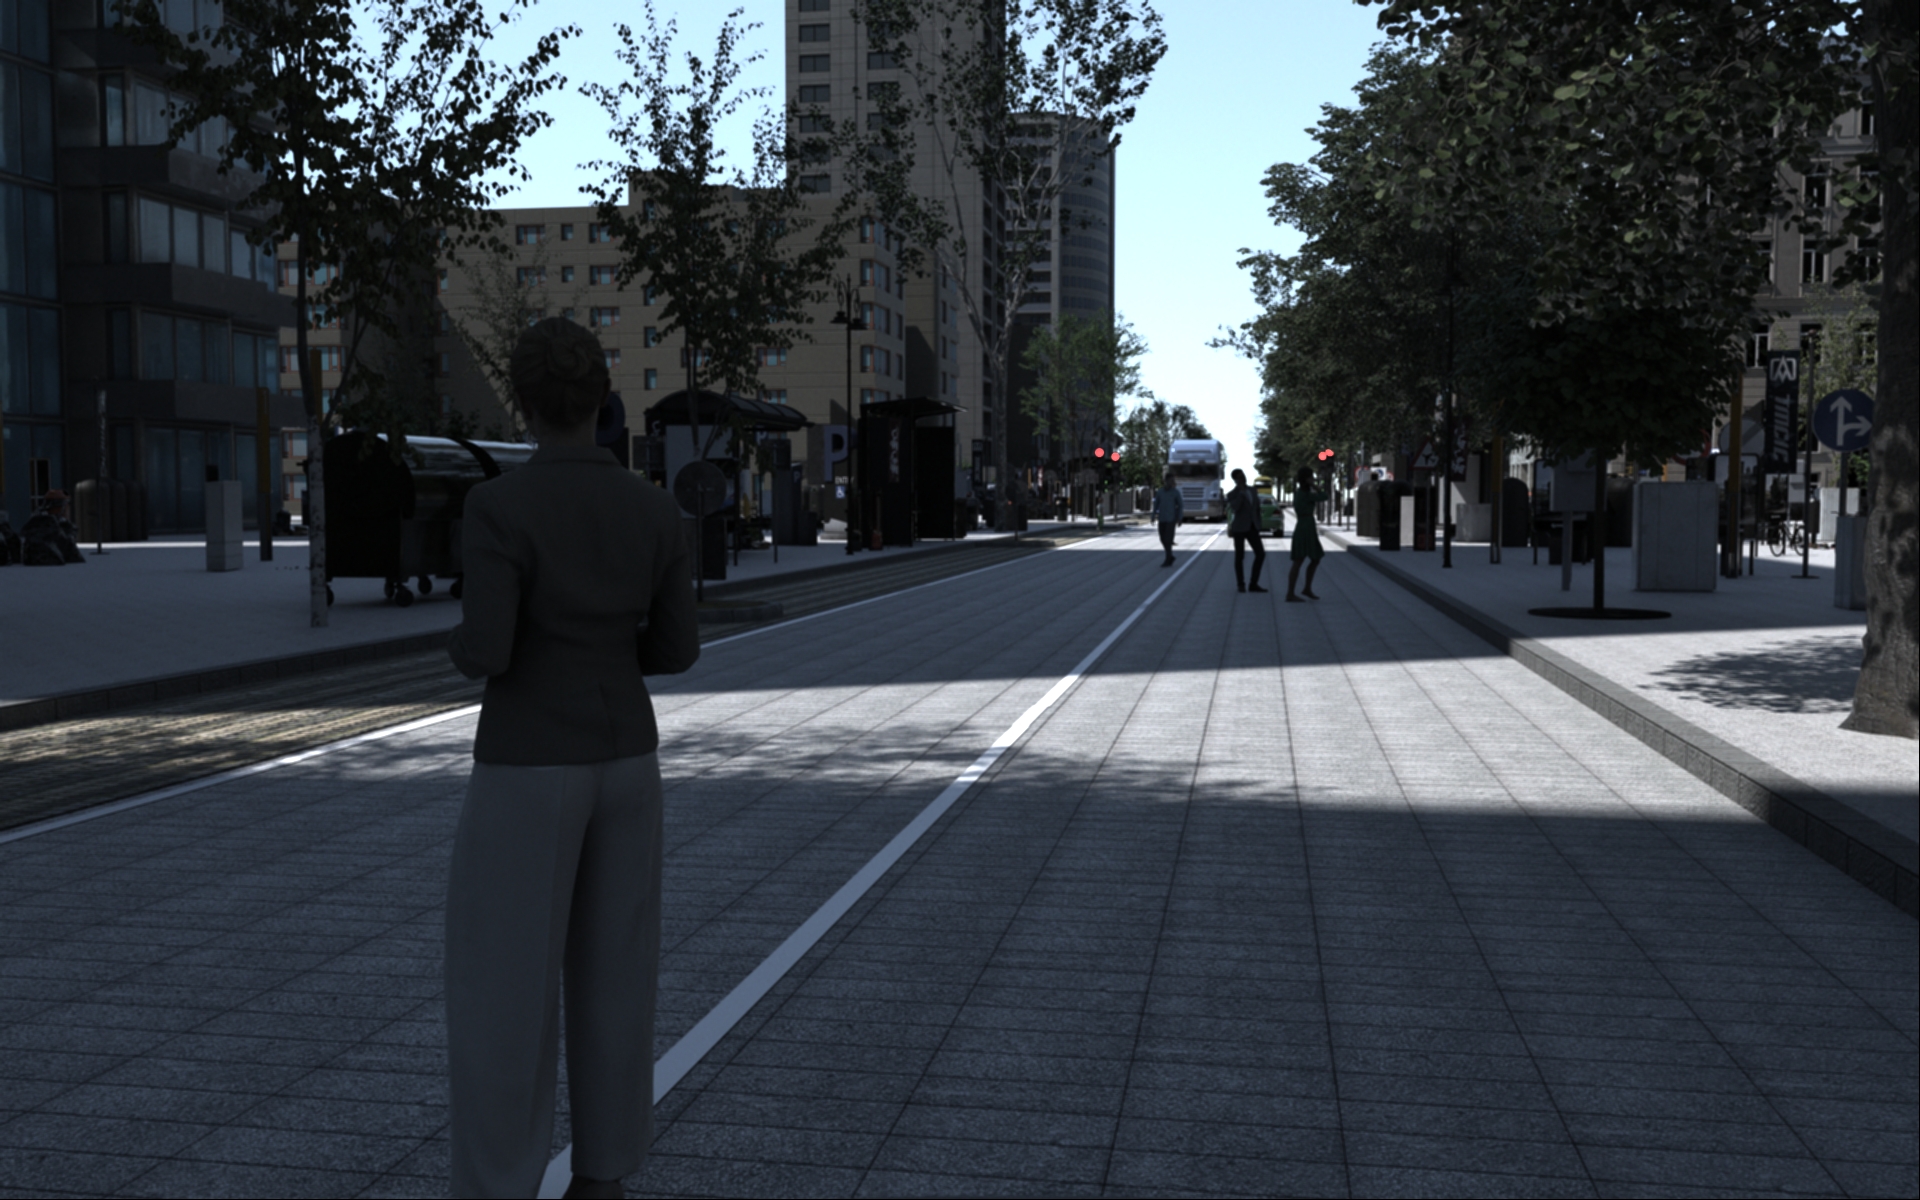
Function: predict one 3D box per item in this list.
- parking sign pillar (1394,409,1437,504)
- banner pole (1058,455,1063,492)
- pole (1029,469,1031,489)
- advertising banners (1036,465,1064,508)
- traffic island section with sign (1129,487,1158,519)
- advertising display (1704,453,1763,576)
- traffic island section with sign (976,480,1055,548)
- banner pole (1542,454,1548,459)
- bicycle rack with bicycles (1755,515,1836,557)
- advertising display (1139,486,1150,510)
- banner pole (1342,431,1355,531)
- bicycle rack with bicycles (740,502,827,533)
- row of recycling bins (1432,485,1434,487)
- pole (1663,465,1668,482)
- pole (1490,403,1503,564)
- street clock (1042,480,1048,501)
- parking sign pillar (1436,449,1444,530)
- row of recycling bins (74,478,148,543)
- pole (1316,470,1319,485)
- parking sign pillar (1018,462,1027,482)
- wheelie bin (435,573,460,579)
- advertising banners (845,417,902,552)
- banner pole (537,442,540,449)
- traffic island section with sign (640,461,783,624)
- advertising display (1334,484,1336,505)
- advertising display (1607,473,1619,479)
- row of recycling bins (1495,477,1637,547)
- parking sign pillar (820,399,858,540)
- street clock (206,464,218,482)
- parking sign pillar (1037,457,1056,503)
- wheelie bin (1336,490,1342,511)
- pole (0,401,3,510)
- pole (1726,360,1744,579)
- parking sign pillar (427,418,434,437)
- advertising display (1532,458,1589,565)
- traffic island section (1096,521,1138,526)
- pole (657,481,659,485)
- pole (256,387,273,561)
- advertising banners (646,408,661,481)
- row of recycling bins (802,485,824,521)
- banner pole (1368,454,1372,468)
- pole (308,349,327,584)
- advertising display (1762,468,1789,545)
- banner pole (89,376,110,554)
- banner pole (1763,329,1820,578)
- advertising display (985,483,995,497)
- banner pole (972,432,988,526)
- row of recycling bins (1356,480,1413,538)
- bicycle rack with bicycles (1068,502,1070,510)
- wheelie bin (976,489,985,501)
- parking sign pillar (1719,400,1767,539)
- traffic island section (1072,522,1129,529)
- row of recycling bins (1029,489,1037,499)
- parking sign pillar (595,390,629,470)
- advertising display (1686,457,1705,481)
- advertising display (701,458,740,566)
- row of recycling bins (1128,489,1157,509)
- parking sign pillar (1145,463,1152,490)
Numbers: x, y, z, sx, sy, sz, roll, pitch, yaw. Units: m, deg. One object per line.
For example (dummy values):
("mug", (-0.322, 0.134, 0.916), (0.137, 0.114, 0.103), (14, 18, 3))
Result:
("parking sign pillar", (14.149, -4.071, 55.040), (1.447, 3.967, 1.447), (2, 4, 27))
("banner pole", (6.488, -7.438, 111.632), (0.401, 3.779, 0.863), (2, 4, 28))
("pole", (5.600, -8.848, 138.515), (0.158, 3.312, 0.155), (0, 3, 0))
("advertising banners", (5.478, -6.694, 105.640), (2.074, 3.025, 0.090), (3, 5, 40))
("traffic island section with sign", (10.943, -5.684, 101.560), (1.989, 1.847, 2.006), (1, 4, 10))
("advertising display", (12.149, -1.347, 27.231), (0.974, 1.923, 0.123), (-2, 4, -23))
("traffic island section with sign", (1.537, -2.352, 47.084), (1.989, 1.847, 2.006), (1, 4, 10))
("banner pole", (13.175, -2.959, 38.404), (0.863, 3.779, 0.401), (-2, 4, -29))
("bicycle rack with bicycles", (17.711, -1.349, 35.431), (2.852, 0.926, 2.925), (3, 5, 43))
("advertising display", (14.481, -8.001, 136.028), (0.974, 1.923, 0.123), (2, 4, 34))
("banner pole", (13.629, -4.302, 60.356), (0.401, 3.779, 0.863), (2, 4, 31))
("bicycle rack with bicycles", (-5.446, -2.658, 56.847), (2.925, 0.926, 2.852), (0, 4, 3))
("row of recycling bins", (17.586, -3.660, 66.961), (3.534, 1.692, 1.069), (0, 4, 1))
("pole", (32.019, -5.189, 78.684), (0.158, 3.312, 0.155), (0, 3, 0))
("pole", (9.876, -2.324, 31.838), (0.158, 3.312, 0.155), (0, 3, 0))
("street clock", (4.431, -5.244, 90.307), (0.358, 2.002, 0.471), (1, 4, 14))
("parking sign pillar", (17.761, -4.522, 62.404), (1.447, 3.967, 1.447), (1, 4, 12))
("row of recycling bins", (-22.792, -2.418, 46.653), (1.069, 1.692, 3.534), (0, 4, -6))
("pole", (24.104, -7.512, 116.670), (0.158, 3.312, 0.155), (0, 3, 0))
("parking sign pillar", (5.298, -9.692, 146.934), (1.447, 3.967, 1.447), (1, 4, 16))
("wheelie bin", (-7.670, -1.135, 26.472), (0.980, 1.594, 0.693), (2, 4, 23))
("advertising banners", (-1.930, -2.630, 39.188), (0.090, 3.025, 2.074), (2, 4, 35))
("banner pole", (-17.682, -4.988, 71.568), (0.863, 3.779, 0.401), (1, 4, 13))
("traffic island section with sign", (-3.127, -0.692, 19.947), (1.989, 1.847, 2.006), (1, 4, 10))
("advertising display", (25.296, -6.834, 116.953), (0.123, 1.923, 0.974), (1, 4, 9))
("advertising display", (20.120, -3.000, 54.266), (0.123, 1.923, 0.974), (-3, 5, -45))
("row of recycling bins", (14.753, -2.139, 42.090), (3.534, 1.692, 1.069), (0, 4, 1))
("parking sign pillar", (-3.238, -3.691, 48.812), (1.447, 3.967, 1.447), (3, 5, 40))
("street clock", (-18.205, -2.302, 42.201), (0.358, 2.002, 0.471), (-2, 4, -31))
("parking sign pillar", (6.200, -8.316, 124.445), (1.447, 3.967, 1.447), (-1, 4, -11))
("wheelie bin", (27.924, -7.368, 128.373), (0.693, 1.594, 0.980), (3, 4, 36))
("pole", (-20.995, -2.693, 37.866), (0.158, 3.312, 0.155), (0, 3, 0))
("pole", (11.753, -1.983, 26.270), (0.158, 3.312, 0.155), (0, 3, 0))
("parking sign pillar", (-18.819, -4.497, 61.994), (1.447, 3.967, 1.447), (-1, 4, -23))
("advertising display", (10.885, -1.601, 31.396), (0.974, 1.923, 0.123), (0, 4, 8))
("traffic island section", (7.100, -3.487, 79.294), (2.009, 0.180, 2.903), (1, 4, 10))
("pole", (-16.889, -6.282, 96.558), (0.158, 3.312, 0.155), (0, 3, 0))
("pole", (-13.337, -2.408, 33.206), (0.158, 3.312, 0.155), (0, 3, 0))
("advertising banners", (-6.791, -2.364, 34.840), (2.074, 3.025, 0.090), (-2, 4, -31))
("row of recycling bins", (-7.656, -4.635, 82.890), (3.534, 1.692, 1.069), (3, 5, 44))
("banner pole", (25.794, -7.303, 109.416), (0.863, 3.779, 0.401), (-2, 4, -33))
("pole", (-9.119, -1.880, 24.577), (0.158, 3.312, 0.155), (0, 3, 0))
("advertising display", (20.556, -2.356, 43.735), (0.974, 1.923, 0.123), (-2, 4, -31))
("banner pole", (-18.192, -2.854, 36.674), (0.863, 3.779, 0.401), (3, 5, 45))
("banner pole", (12.727, -2.231, 26.488), (0.863, 3.779, 0.401), (1, 4, 18))
("advertising display", (1.982, -6.078, 104.595), (0.974, 1.923, 0.123), (0, 4, -6))
("banner pole", (0.852, -4.869, 69.630), (0.863, 3.779, 0.401), (-1, 4, -19))
("row of recycling bins", (12.512, -2.691, 51.106), (1.069, 1.692, 3.534), (0, 4, -3))
("bicycle rack with bicycles", (9.806, -7.532, 136.535), (2.852, 0.926, 2.925), (0, 4, -8))
("wheelie bin", (1.461, -6.306, 111.004), (0.693, 1.594, 0.980), (2, 4, 32))
("parking sign pillar", (22.673, -3.771, 50.130), (1.447, 3.967, 1.447), (-2, 4, -34))
("traffic island section", (5.742, -3.006, 71.425), (2.009, 0.180, 2.903), (1, 4, 10))
("row of recycling bins", (5.911, -7.866, 135.716), (3.534, 1.692, 1.069), (-2, 4, -27))
("parking sign pillar", (-6.734, -2.674, 32.188), (1.447, 3.967, 1.447), (2, 4, 30))
("advertising display", (12.907, -1.532, 30.260), (0.123, 1.923, 0.974), (0, 4, 2))
("advertising display", (-4.346, -1.586, 31.137), (0.974, 1.923, 0.123), (3, 4, 36))
("row of recycling bins", (15.306, -8.454, 145.338), (1.069, 1.692, 3.534), (3, 5, 43))
("parking sign pillar", (15.898, -9.783, 148.426), (1.447, 3.967, 1.447), (-3, 5, -44))
